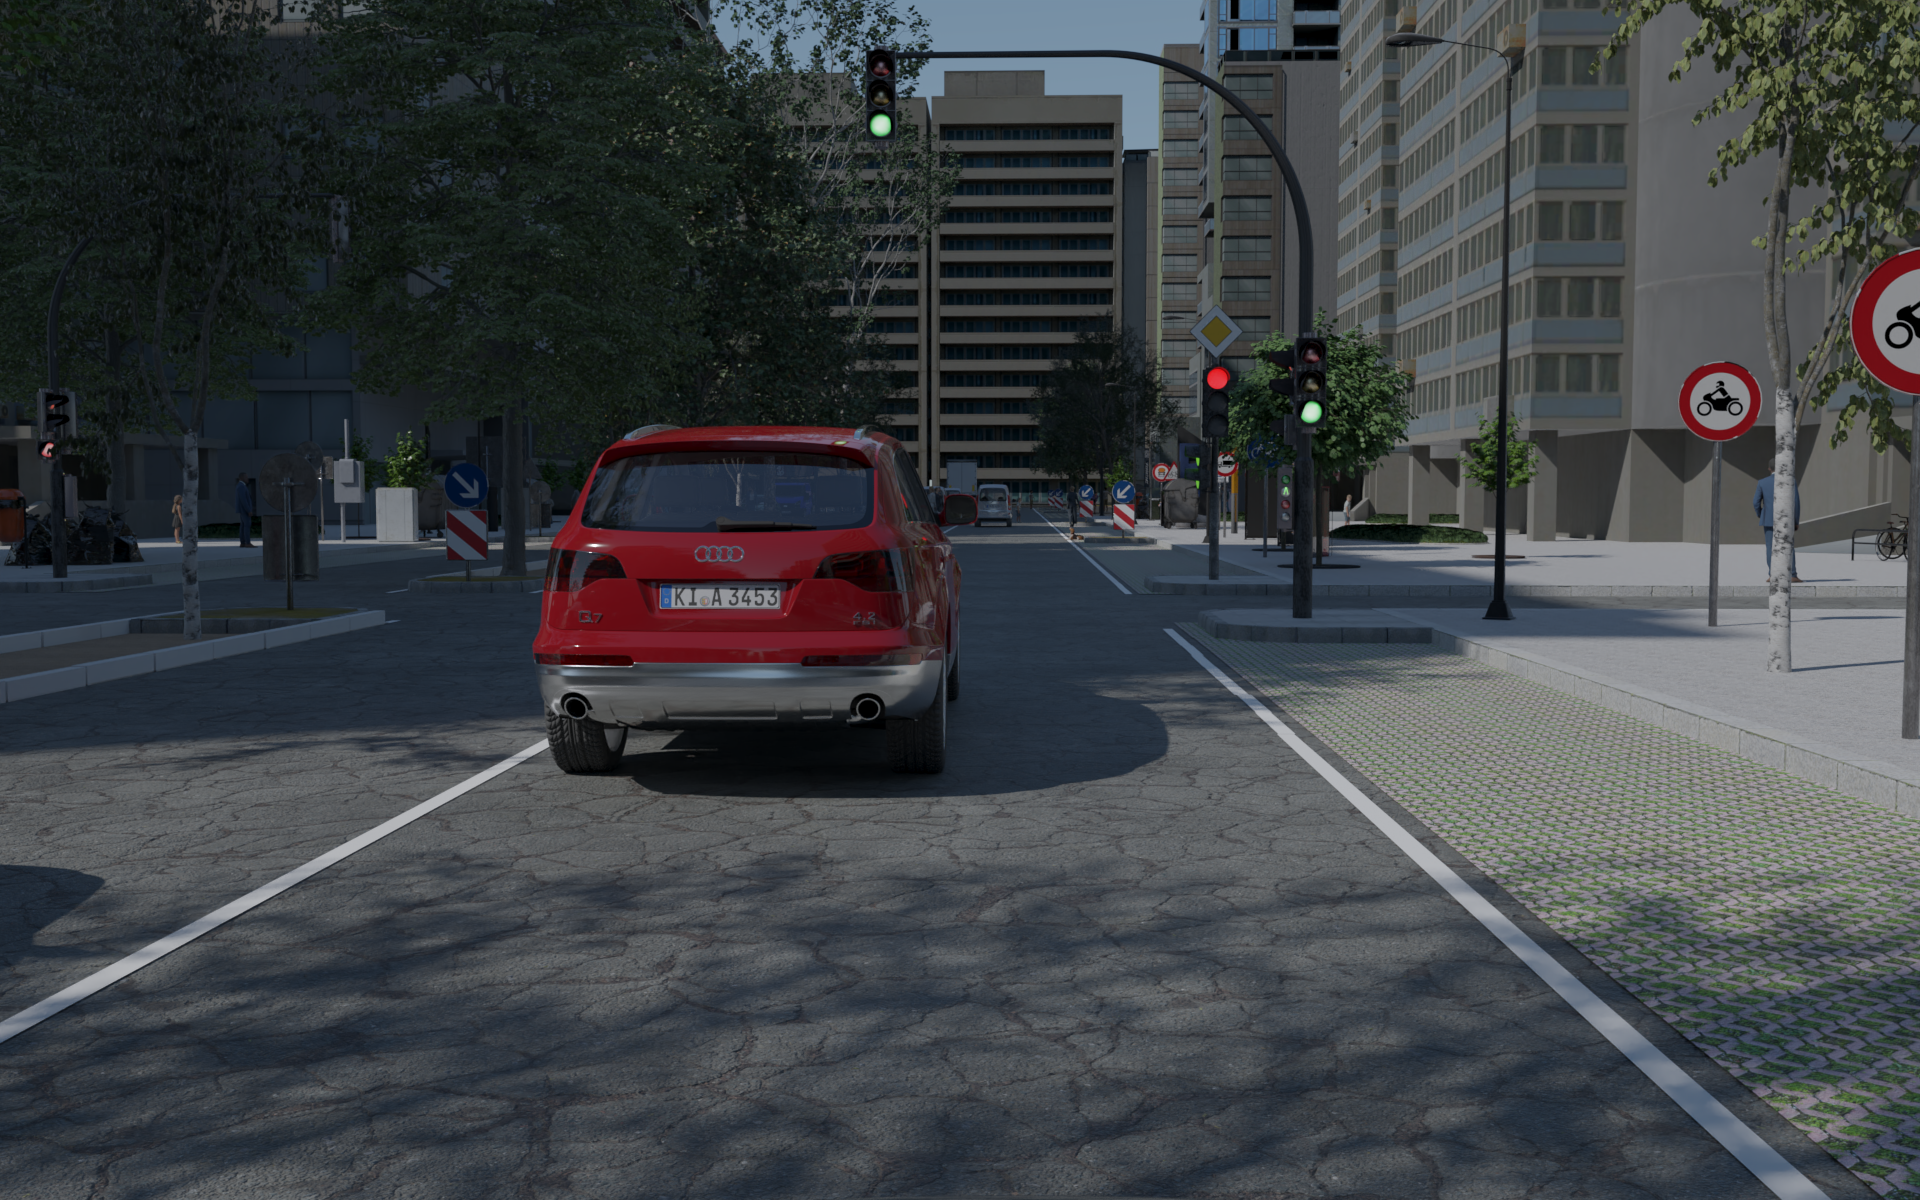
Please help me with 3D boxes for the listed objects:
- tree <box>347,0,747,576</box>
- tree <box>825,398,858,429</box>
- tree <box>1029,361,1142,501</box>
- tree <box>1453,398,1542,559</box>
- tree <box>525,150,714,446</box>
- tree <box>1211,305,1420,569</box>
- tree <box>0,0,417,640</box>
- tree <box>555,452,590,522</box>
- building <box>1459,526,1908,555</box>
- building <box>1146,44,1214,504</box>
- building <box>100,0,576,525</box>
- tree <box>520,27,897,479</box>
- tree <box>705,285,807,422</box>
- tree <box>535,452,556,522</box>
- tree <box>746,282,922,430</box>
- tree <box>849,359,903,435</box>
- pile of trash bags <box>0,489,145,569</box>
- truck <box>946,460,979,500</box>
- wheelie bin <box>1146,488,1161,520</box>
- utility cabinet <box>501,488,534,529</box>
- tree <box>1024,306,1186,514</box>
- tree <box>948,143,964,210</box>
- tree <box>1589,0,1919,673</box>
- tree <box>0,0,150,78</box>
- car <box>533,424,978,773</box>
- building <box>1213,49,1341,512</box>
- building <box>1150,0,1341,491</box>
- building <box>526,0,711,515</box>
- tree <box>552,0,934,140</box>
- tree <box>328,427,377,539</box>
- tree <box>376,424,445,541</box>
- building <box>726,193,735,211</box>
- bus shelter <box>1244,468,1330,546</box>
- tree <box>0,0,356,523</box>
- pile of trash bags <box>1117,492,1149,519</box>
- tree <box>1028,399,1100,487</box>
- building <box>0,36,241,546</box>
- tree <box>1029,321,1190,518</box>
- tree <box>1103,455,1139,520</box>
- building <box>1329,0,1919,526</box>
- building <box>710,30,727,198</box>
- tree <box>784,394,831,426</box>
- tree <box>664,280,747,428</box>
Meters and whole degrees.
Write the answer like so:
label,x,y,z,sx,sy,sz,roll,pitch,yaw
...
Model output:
label,x,y,z,sx,sy,sz,roll,pitch,yaw
tree,-7.456,-6.609,28.648,7.486,12.596,7.792,0,3,0
tree,-11.952,-15.067,172.096,9.928,11.665,9.643,0,3,0
tree,10.354,-13.894,144.171,9.611,12.733,9.660,0,3,0
tree,10.645,-2.444,34.568,1.663,3.219,1.824,0,3,0
tree,-6.881,-5.028,35.031,4.737,8.622,4.395,0,3,0
tree,6.284,-2.851,30.321,4.285,4.588,4.351,0,3,0
tree,-7.536,-3.923,16.966,4.360,8.622,3.978,0,3,0
tree,-15.441,-4.694,71.343,1.663,3.219,1.824,0,3,0
building,26.875,-21.962,50.967,23.993,40.220,32.217,0,4,2
building,25.271,-29.203,161.070,14.154,41.232,14.086,0,4,2
building,-35.229,-30.151,82.208,28.713,52.752,27.495,0,4,2
tree,-6.502,-7.531,42.604,9.611,12.733,9.660,0,3,0
tree,-6.371,-5.932,49.800,4.360,8.622,3.978,0,3,0
tree,-18.479,-5.131,78.487,1.663,3.219,1.824,0,3,0
tree,-5.670,-8.127,69.754,8.767,10.594,7.601,0,4,2
tree,-4.954,-8.302,88.556,4.360,8.622,3.978,0,3,0
pile of trash bags,-16.319,-1.314,31.233,1.912,1.369,3.447,0,4,0
truck,0.179,-9.644,146.592,2.839,4.237,11.283,0,4,0
wheelie bin,9.742,-4.797,86.334,0.980,1.594,0.693,1,4,18
utility cabinet,-16.092,-3.322,62.995,1.173,1.500,0.318,1,4,17
tree,9.298,-12.438,113.727,12.009,13.543,11.850,0,3,0
tree,-6.536,-13.537,79.682,12.611,20.169,13.585,0,3,0
tree,6.115,-3.777,12.114,4.737,8.622,4.395,0,3,0
tree,-7.736,-4.944,9.043,9.928,11.665,9.643,0,3,0
car,-1.039,-0.108,10.445,2.281,1.827,5.304,0,4,1
building,23.855,-21.083,116.408,14.160,30.474,14.107,0,4,2
building,27.683,-50.424,137.096,22.319,86.520,31.000,0,4,2
building,-31.784,-31.276,135.071,21.300,48.544,21.600,0,4,2
tree,-7.534,-12.215,58.060,12.611,20.169,13.585,0,3,0
tree,-17.451,-3.397,50.144,1.663,3.219,1.824,0,3,0
tree,-15.029,-3.253,47.788,1.663,3.219,1.824,0,3,0
building,-39.849,-35.839,205.568,30.456,49.044,23.786,0,4,2
bus shelter,8.407,-3.319,45.546,1.731,3.624,6.357,0,4,2
tree,-16.381,-7.049,33.376,7.486,12.596,7.792,0,3,0
pile of trash bags,9.122,-4.914,90.100,1.912,1.369,3.447,1,4,13
tree,10.650,-14.700,166.099,9.928,11.665,9.643,0,3,0
building,-39.429,-21.829,48.784,32.217,40.220,23.993,0,4,2
tree,8.205,-9.684,92.747,8.767,10.594,7.601,-1,4,-16
tree,7.943,-5.640,86.819,1.663,3.219,1.824,0,3,0
building,32.642,-24.209,87.703,32.217,40.220,23.993,0,4,2
building,-34.337,-30.788,158.009,28.867,44.769,22.147,0,4,2
tree,-12.876,-11.952,113.550,7.486,12.596,7.792,0,3,0
tree,-14.007,-11.895,101.145,9.857,13.997,8.962,0,3,0
